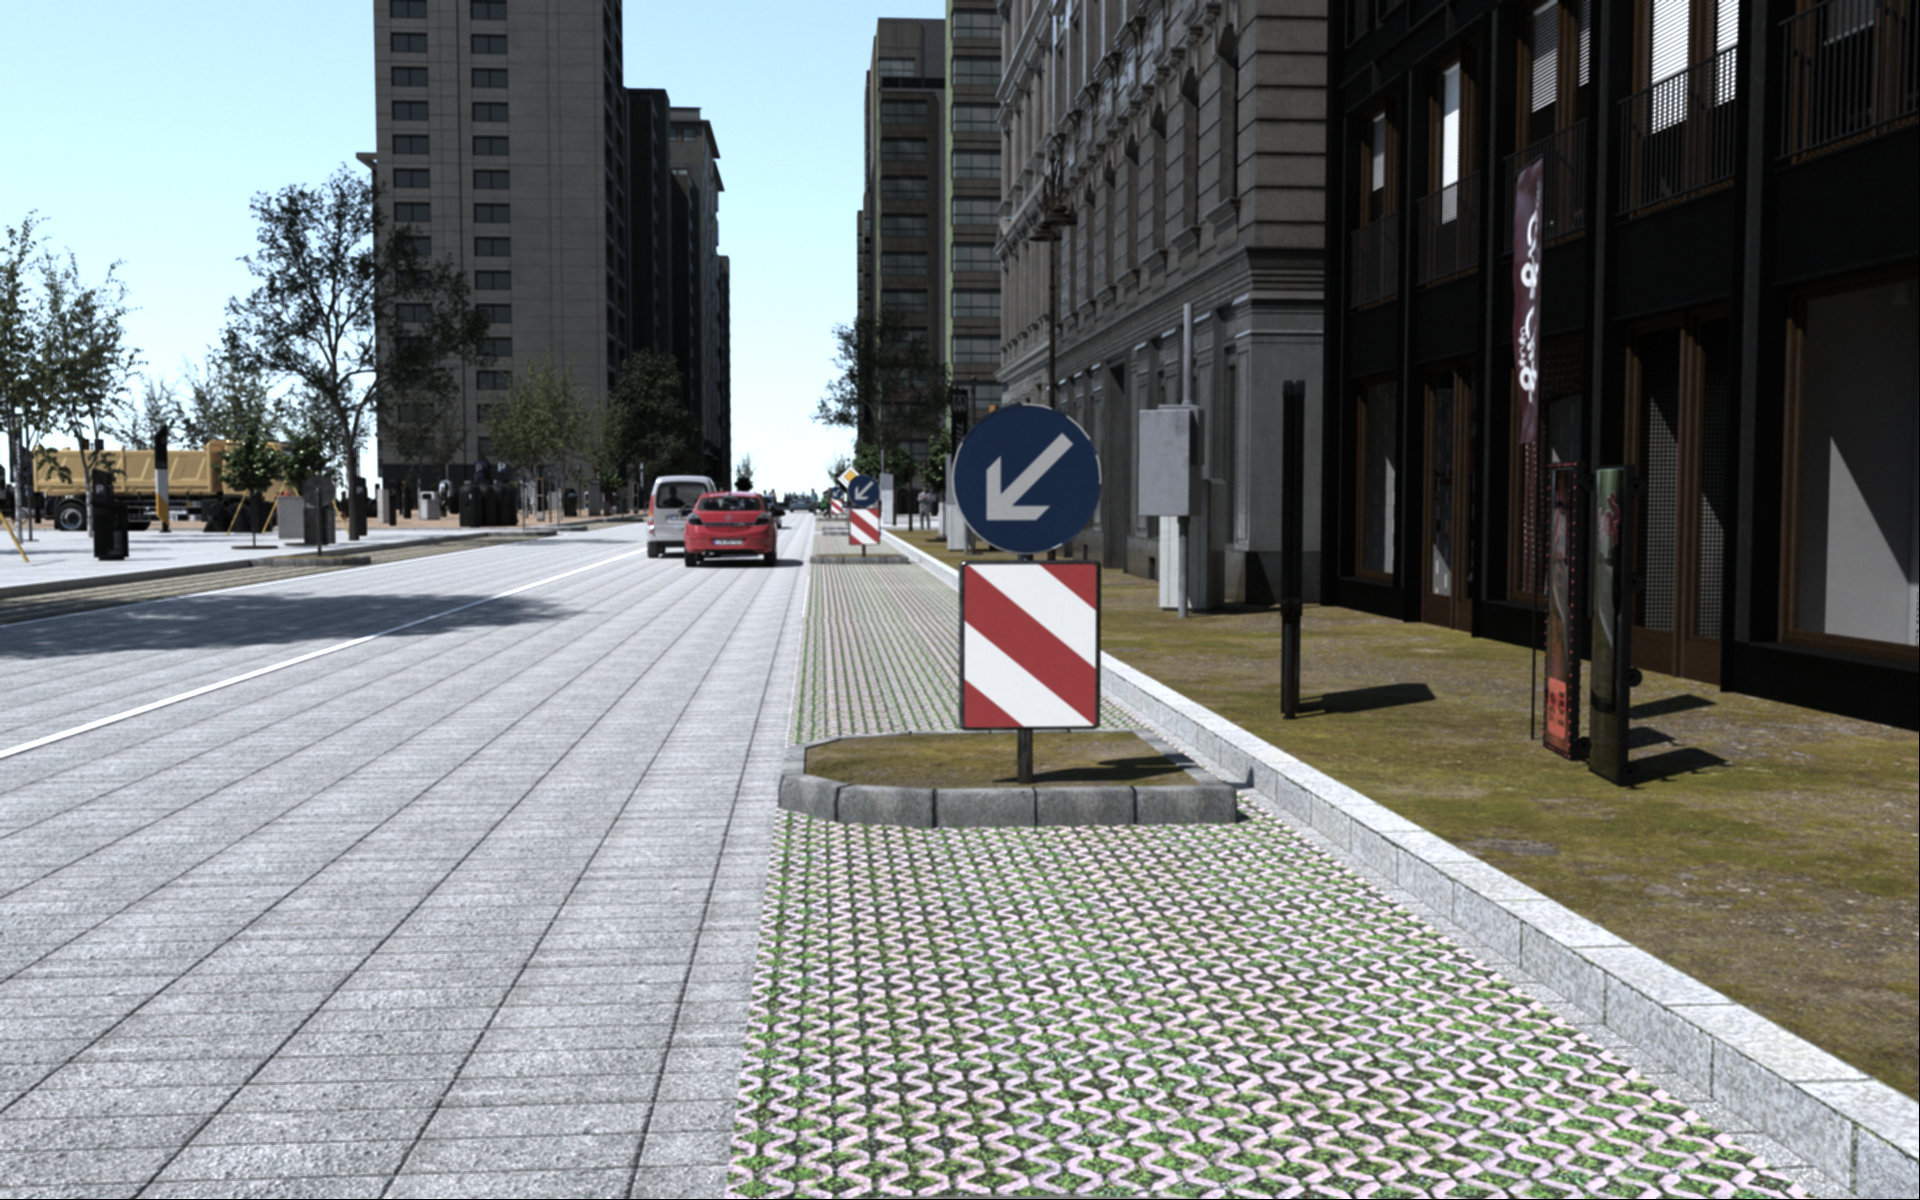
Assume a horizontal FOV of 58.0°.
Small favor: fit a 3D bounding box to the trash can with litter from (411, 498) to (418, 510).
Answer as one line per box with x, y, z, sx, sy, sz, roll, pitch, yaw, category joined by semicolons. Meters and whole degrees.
-44.504;-7.912;140.743;1.055;1.170;0.624;-1;4;-10;trash can with litter

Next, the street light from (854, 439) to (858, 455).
-8.872;-10.715;147.985;0.468;5.910;1.993;0;4;-5;street light

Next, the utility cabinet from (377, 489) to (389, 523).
-25.424;-4.143;76.413;0.318;1.500;1.173;-2;4;-30;utility cabinet

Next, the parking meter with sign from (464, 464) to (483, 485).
-28.197;-6.335;99.842;1.738;3.016;0.543;3;5;43;parking meter with sign

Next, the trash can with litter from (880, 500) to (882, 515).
-4.778;-5.651;103.787;1.055;1.170;0.624;0;4;5;trash can with litter

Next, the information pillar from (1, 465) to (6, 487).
-72.860;-8.590;131.807;0.504;3.616;0.183;1;4;16;information pillar

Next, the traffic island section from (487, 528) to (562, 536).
-15.048;-2.289;59.702;2.009;0.180;2.903;0;4;-5;traffic island section

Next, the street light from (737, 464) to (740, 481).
-33.603;-17.753;263.042;0.468;5.910;1.993;0;4;-5;street light

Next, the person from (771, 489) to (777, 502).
-13.809;-7.325;128.275;0.388;1.821;0.555;2;4;31;person

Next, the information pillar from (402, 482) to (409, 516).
-32.957;-6.029;103.061;0.304;2.012;0.304;-3;5;-42;information pillar

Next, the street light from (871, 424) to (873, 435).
-5.418;-8.192;106.729;0.468;5.910;1.993;0;4;-5;street light

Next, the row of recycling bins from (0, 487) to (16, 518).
-52.315;-5.391;95.256;1.069;1.692;3.534;1;4;13;row of recycling bins

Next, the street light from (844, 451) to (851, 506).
-11.787;-12.895;183.613;0.468;5.910;1.993;0;4;-5;street light

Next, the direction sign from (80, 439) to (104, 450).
-35.623;-4.842;71.166;0.876;3.537;0.379;-2;4;-31;direction sign

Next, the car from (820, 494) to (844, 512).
-10.410;-8.059;140.554;1.959;1.807;4.718;0;4;-4;car

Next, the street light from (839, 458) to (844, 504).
-15.602;-15.798;231.089;0.468;5.910;1.993;0;4;-5;street light

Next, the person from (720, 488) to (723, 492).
-13.561;-5.466;98.219;0.624;1.780;0.694;-1;4;-22;person

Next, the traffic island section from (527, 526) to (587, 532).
-15.695;-2.776;67.661;2.009;0.180;2.903;0;4;-5;traffic island section

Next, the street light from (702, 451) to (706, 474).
-27.083;-12.844;182.793;0.468;5.910;1.993;0;4;-5;street light

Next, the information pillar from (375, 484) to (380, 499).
-40.831;-7.153;121.436;0.304;2.012;0.304;-1;4;-11;information pillar

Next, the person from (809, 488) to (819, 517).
-9.174;-6.119;108.889;0.444;1.785;0.601;-3;5;-44;person

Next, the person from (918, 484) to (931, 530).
-1.353;-3.489;65.724;0.511;1.800;0.466;0;3;0;person

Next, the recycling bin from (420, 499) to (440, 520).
-26.268;-4.485;85.878;0.722;1.027;0.722;-3;5;-43;recycling bin

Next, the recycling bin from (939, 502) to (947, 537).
-0.185;-2.426;52.215;0.722;1.027;0.722;2;4;24;recycling bin

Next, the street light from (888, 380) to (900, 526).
-2.668;-5.969;70.380;0.468;5.910;1.993;0;4;-5;street light

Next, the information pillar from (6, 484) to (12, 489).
-68.643;-7.375;125.077;0.304;2.012;0.304;0;4;-6;information pillar

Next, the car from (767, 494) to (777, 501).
-26.736;-14.157;243.463;2.014;1.417;4.499;0;4;-3;car

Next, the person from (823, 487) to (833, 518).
-7.876;-5.831;103.746;0.656;1.842;0.836;3;5;39;person

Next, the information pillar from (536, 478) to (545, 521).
-19.774;-4.721;81.680;0.304;2.012;0.304;0;4;5;information pillar

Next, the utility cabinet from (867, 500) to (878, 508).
-4.533;-4.995;90.345;0.318;1.500;1.173;-1;4;-17;utility cabinet

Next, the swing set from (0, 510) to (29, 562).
-18.492;-2.022;30.688;2.862;2.851;3.119;-1;4;-16;swing set

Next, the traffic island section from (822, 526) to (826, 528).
-4.441;-2.831;68.568;2.009;0.180;2.903;0;4;-5;traffic island section

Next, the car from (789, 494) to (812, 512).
-12.584;-7.658;137.218;2.014;1.417;4.499;0;4;-5;car

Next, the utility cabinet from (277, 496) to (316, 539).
-19.069;-2.364;49.818;1.020;1.237;0.306;-2;4;-25;utility cabinet

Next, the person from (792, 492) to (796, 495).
-25.799;-15.984;269.865;1.348;1.821;0.705;-2;4;-29;person

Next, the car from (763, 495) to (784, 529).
-8.400;-3.699;72.475;2.014;1.417;4.499;0;4;-4;car

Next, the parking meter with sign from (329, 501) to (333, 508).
-40.069;-6.941;109.749;0.543;3.016;1.738;0;4;-6;parking meter with sign

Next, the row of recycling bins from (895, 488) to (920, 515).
-3.482;-6.290;109.960;1.069;1.692;3.534;2;4;24;row of recycling bins

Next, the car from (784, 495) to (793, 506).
-20.163;-11.951;207.763;2.083;1.381;4.827;0;4;-3;car

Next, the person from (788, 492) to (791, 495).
-22.907;-13.669;232.899;0.541;1.710;0.530;1;4;11;person

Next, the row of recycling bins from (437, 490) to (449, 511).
-40.106;-7.894;136.186;1.069;1.692;3.534;0;4;6;row of recycling bins

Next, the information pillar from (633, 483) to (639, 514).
-20.910;-6.562;111.772;0.304;2.012;0.304;0;4;-7;information pillar

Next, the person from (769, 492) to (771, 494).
-27.748;-14.947;253.019;1.348;1.807;0.705;0;4;7;person

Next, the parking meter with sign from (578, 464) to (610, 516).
-21.127;-6.349;100.070;1.738;3.016;0.543;-1;4;-16;parking meter with sign

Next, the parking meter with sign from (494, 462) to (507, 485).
-25.304;-6.047;95.128;0.543;3.016;1.738;-2;4;-24;parking meter with sign

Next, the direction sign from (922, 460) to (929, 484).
-2.250;-7.583;115.983;0.876;3.537;0.379;3;5;43;direction sign

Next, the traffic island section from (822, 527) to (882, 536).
-3.793;-2.344;60.609;2.009;0.180;2.903;0;4;-5;traffic island section

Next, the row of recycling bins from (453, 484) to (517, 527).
-18.851;-3.812;69.445;1.069;1.692;3.534;1;4;16;row of recycling bins

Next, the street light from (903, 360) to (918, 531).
-1.708;-5.318;59.741;0.468;5.910;1.993;0;4;-5;street light

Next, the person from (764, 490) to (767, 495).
-18.997;-9.781;168.425;0.705;1.824;1.348;-2;4;-26;person

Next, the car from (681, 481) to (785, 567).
-4.677;-1.626;35.626;2.155;1.783;4.494;0;4;-5;car

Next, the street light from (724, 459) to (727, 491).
-30.781;-15.573;227.406;0.468;5.910;1.993;0;4;-5;street light

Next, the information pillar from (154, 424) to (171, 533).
-26.579;-4.057;57.688;0.183;3.616;0.504;1;4;18;information pillar

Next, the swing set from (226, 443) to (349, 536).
-21.311;-3.500;54.840;2.862;2.851;3.119;0;4;-1;swing set

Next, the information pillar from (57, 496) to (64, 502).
-55.099;-6.214;106.082;0.304;2.012;0.304;-1;4;-13;information pillar
